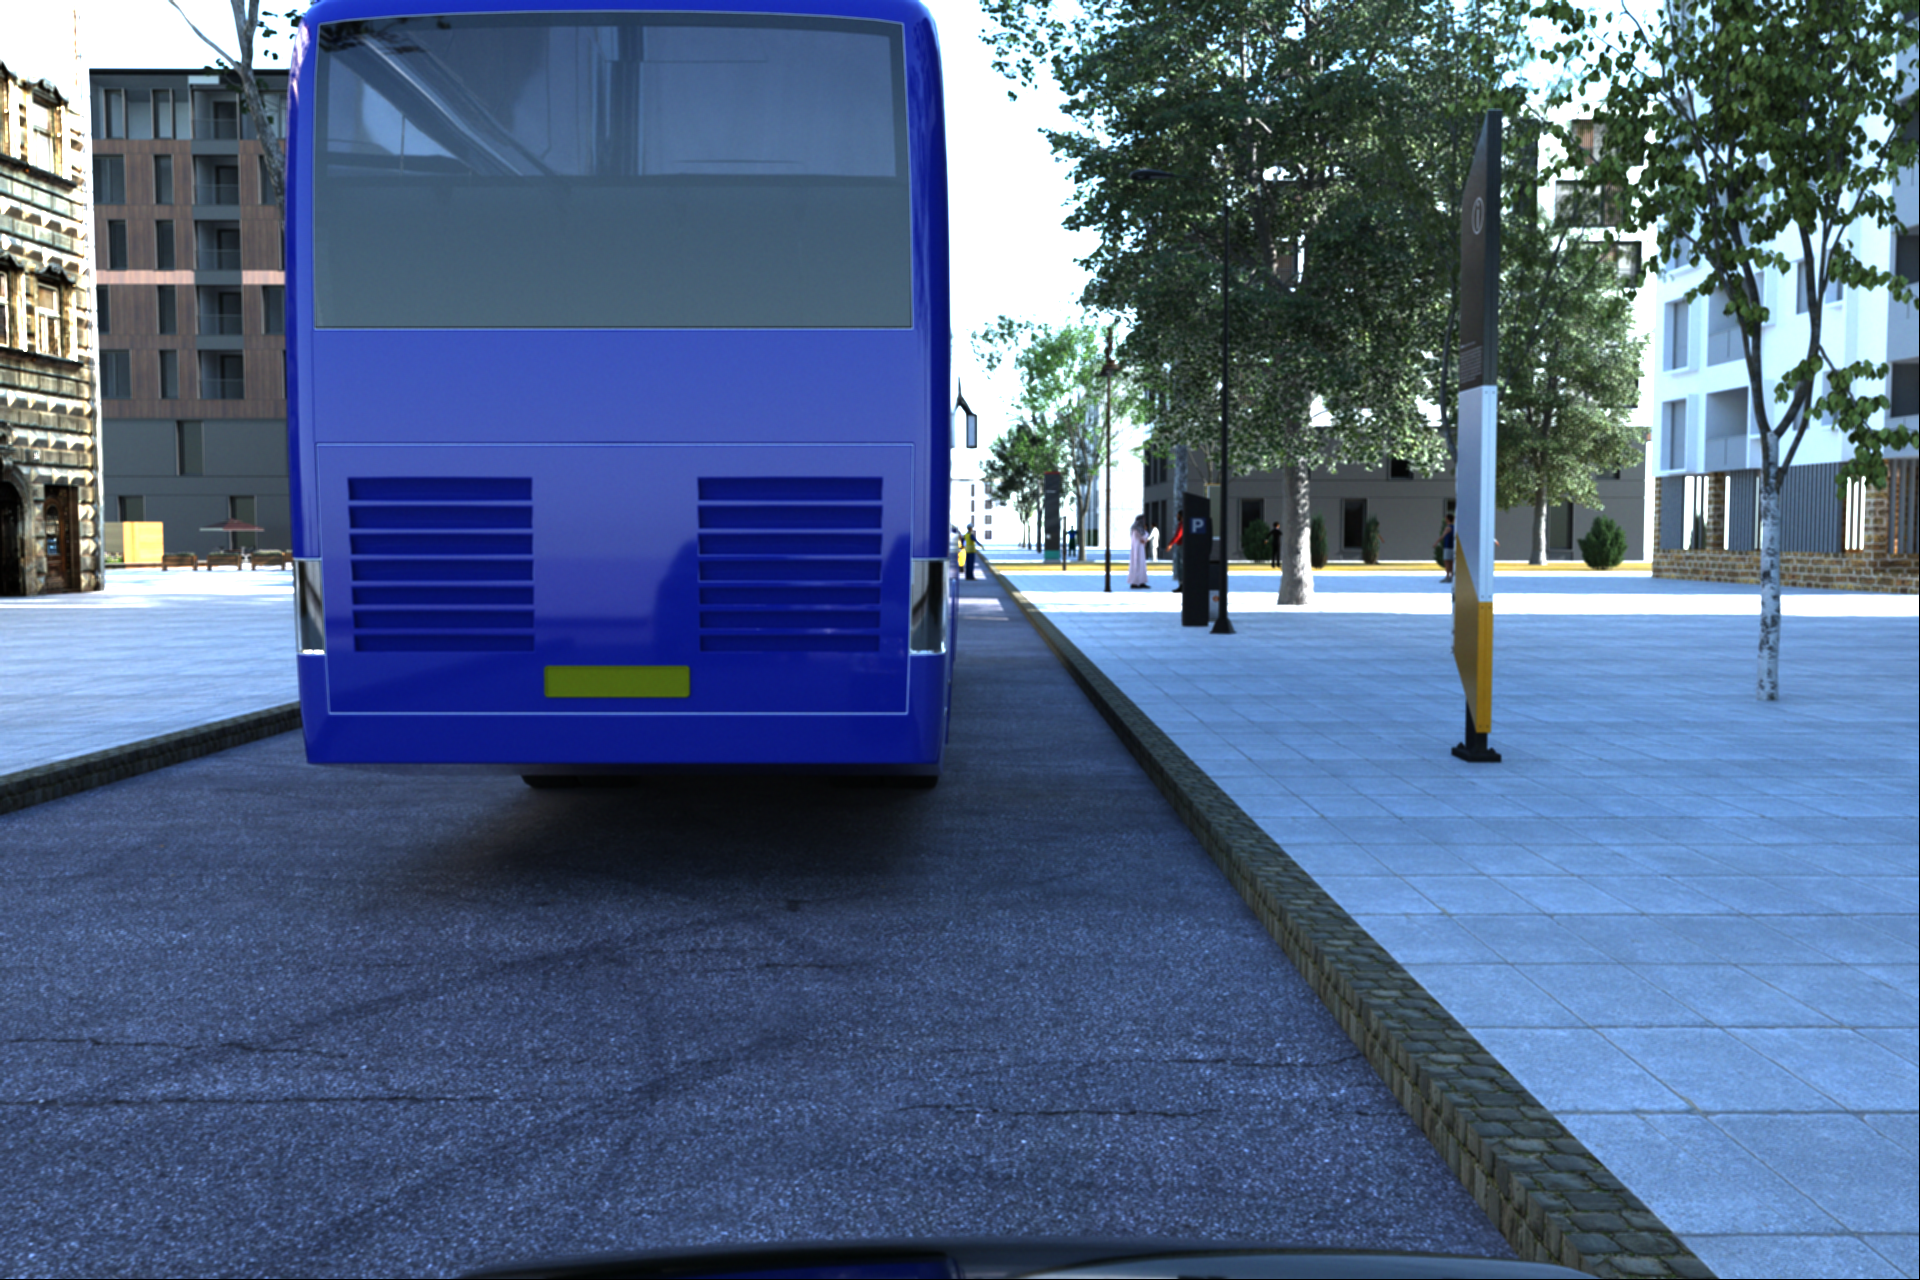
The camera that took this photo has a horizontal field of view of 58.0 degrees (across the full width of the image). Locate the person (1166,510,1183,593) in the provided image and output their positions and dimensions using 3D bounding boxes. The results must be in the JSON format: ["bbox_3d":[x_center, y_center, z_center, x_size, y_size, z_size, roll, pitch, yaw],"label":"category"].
[{"bbox_3d":[4.830,-1.941,37.842,0.704,1.816,1.345,2,4,27],"label":"person"}]

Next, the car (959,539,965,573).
[{"bbox_3d":[-0.654,-3.385,65.575,2.015,1.641,3.980,0,4,0],"label":"car"}]

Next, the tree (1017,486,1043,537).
[{"bbox_3d":[10.001,-18.304,249.627,4.737,8.622,4.395,0,3,0],"label":"tree"}]

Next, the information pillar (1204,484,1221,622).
[{"bbox_3d":[3.746,-1.281,25.440,0.304,2.012,0.304,0,4,0],"label":"information pillar"}]

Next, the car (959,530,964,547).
[{"bbox_3d":[-0.645,-8.349,145.178,2.281,1.827,5.304,0,4,0],"label":"car"}]

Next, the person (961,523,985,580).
[{"bbox_3d":[0.378,-2.746,53.826,0.721,1.772,1.216,-2,4,-35],"label":"person"}]

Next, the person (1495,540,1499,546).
[{"bbox_3d":[16.052,-2.907,53.688,1.344,1.810,0.704,-1,4,-12],"label":"person"}]

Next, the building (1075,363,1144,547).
[{"bbox_3d":[22.058,-19.645,187.648,16.747,18.905,31.486,0,4,0],"label":"building"}]

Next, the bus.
[{"bbox_3d":[-1.276,-1.287,12.597,2.896,3.916,12.251,0,4,0],"label":"bus"}]

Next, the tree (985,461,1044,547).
[{"bbox_3d":[6.017,-14.155,165.843,7.601,10.594,8.767,-3,5,-41],"label":"tree"}]

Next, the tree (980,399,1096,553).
[{"bbox_3d":[5.348,-11.206,117.626,8.767,10.594,7.601,1,4,10],"label":"tree"}]

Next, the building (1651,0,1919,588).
[{"bbox_3d":[25.149,-11.725,48.120,16.016,20.090,11.380,0,4,0],"label":"building"}]

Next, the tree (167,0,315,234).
[{"bbox_3d":[-10.933,-10.338,24.918,12.611,20.169,13.585,0,3,0],"label":"tree"}]

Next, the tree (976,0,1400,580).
[{"bbox_3d":[7.566,-11.698,47.160,12.611,20.169,13.585,0,3,0],"label":"tree"}]

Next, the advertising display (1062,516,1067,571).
[{"bbox_3d":[3.652,-3.390,60.643,0.123,1.923,0.974,0,4,0],"label":"advertising display"}]

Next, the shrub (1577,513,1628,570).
[{"bbox_3d":[22.882,-3.501,61.656,1.690,2.028,1.600,0,3,0],"label":"shrub"}]

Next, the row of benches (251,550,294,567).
[{"bbox_3d":[-26.606,-3.309,69.557,1.422,0.672,4.104,2,4,34],"label":"row of benches"}]

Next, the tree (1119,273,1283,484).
[{"bbox_3d":[10.001,-8.708,68.132,9.928,11.665,9.643,0,3,0],"label":"tree"}]

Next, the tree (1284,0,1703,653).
[{"bbox_3d":[5.147,-4.166,18.476,4.360,8.622,3.978,0,3,0],"label":"tree"}]

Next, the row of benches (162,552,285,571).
[{"bbox_3d":[-25.655,-2.762,60.619,4.104,0.672,1.422,-1,4,-16],"label":"row of benches"}]

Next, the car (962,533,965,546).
[{"bbox_3d":[-0.007,-9.493,164.807,1.945,1.707,3.694,0,4,-1],"label":"car"}]

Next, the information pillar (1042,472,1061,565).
[{"bbox_3d":[3.833,-5.069,72.256,0.750,3.857,0.750,0,4,-1],"label":"information pillar"}]

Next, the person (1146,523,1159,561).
[{"bbox_3d":[9.080,-4.597,81.351,0.705,1.806,1.347,2,4,28],"label":"person"}]

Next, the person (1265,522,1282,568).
[{"bbox_3d":[12.006,-3.593,65.463,0.721,1.740,1.216,-3,5,-42],"label":"person"}]

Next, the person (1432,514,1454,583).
[{"bbox_3d":[12.930,-2.428,45.872,0.704,1.807,1.345,3,5,43],"label":"person"}]

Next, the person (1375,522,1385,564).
[{"bbox_3d":[17.777,-4.147,73.952,0.704,1.843,1.345,0,4,-7],"label":"person"}]

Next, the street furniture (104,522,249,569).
[{"bbox_3d":[-34.086,-3.630,66.210,9.812,1.723,11.010,1,4,19],"label":"street furniture"}]

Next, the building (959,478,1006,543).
[{"bbox_3d":[-7.081,-18.950,254.435,28.070,9.664,9.099,0,4,0],"label":"building"}]

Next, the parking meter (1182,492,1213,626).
[{"bbox_3d":[3.303,-1.126,24.126,0.399,1.863,0.255,0,4,0],"label":"parking meter"}]

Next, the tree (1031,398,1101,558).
[{"bbox_3d":[5.325,-8.785,94.000,4.360,8.622,3.978,0,3,0],"label":"tree"}]

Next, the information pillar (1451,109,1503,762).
[{"bbox_3d":[2.949,-1.133,9.872,0.183,3.616,0.504,0,3,0],"label":"information pillar"}]

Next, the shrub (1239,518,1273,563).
[{"bbox_3d":[13.375,-4.473,77.551,1.690,2.028,1.600,0,3,0],"label":"shrub"}]

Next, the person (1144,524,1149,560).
[{"bbox_3d":[9.239,-4.901,86.404,0.705,1.796,1.348,1,4,8],"label":"person"}]

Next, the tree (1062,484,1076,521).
[{"bbox_3d":[18.715,-19.705,256.582,7.601,10.594,8.767,0,4,-5],"label":"tree"}]

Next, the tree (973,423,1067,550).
[{"bbox_3d":[5.554,-12.730,142.550,8.767,10.594,7.601,-3,5,-40],"label":"tree"}]

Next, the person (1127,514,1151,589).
[{"bbox_3d":[4.229,-2.081,40.736,0.621,1.740,0.551,0,4,-7],"label":"person"}]

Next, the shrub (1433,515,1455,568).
[{"bbox_3d":[17.474,-3.461,61.001,1.690,2.028,1.600,0,3,0],"label":"shrub"}]

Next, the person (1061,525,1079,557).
[{"bbox_3d":[6.357,-5.626,98.104,1.347,1.817,0.704,1,4,8],"label":"person"}]

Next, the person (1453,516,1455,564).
[{"bbox_3d":[13.950,-2.602,48.719,0.705,1.807,1.348,2,4,32],"label":"person"}]

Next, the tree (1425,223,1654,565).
[{"bbox_3d":[24.344,-10.144,72.502,9.857,13.997,8.962,0,3,0],"label":"tree"}]

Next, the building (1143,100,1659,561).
[{"bbox_3d":[24.125,-15.547,98.172,27.936,21.610,32.646,0,4,0],"label":"building"}]

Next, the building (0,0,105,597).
[{"bbox_3d":[-28.389,-12.112,28.962,19.493,23.208,18.063,0,4,0],"label":"building"}]

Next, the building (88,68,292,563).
[{"bbox_3d":[-29.135,-15.213,92.705,27.936,21.610,32.646,0,4,-1],"label":"building"}]

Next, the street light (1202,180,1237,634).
[{"bbox_3d":[3.942,-3.038,22.212,1.470,5.913,1.316,0,4,0],"label":"street light"}]

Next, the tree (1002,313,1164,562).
[{"bbox_3d":[5.771,-9.461,80.449,9.928,11.665,9.643,0,3,0],"label":"tree"}]

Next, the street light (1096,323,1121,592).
[{"bbox_3d":[3.257,-3.990,38.021,0.468,5.910,1.993,0,4,0],"label":"street light"}]

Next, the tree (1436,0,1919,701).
[{"bbox_3d":[6.038,-3.833,13.035,4.737,8.622,4.395,0,3,0],"label":"tree"}]

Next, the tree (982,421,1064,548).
[{"bbox_3d":[5.711,-14.010,154.812,9.928,11.665,9.643,0,3,0],"label":"tree"}]

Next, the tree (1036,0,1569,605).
[{"bbox_3d":[6.160,-7.602,30.946,9.857,13.997,8.962,0,3,0],"label":"tree"}]

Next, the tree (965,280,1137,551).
[{"bbox_3d":[7.042,-16.701,128.949,12.611,20.169,13.585,0,3,0],"label":"tree"}]
